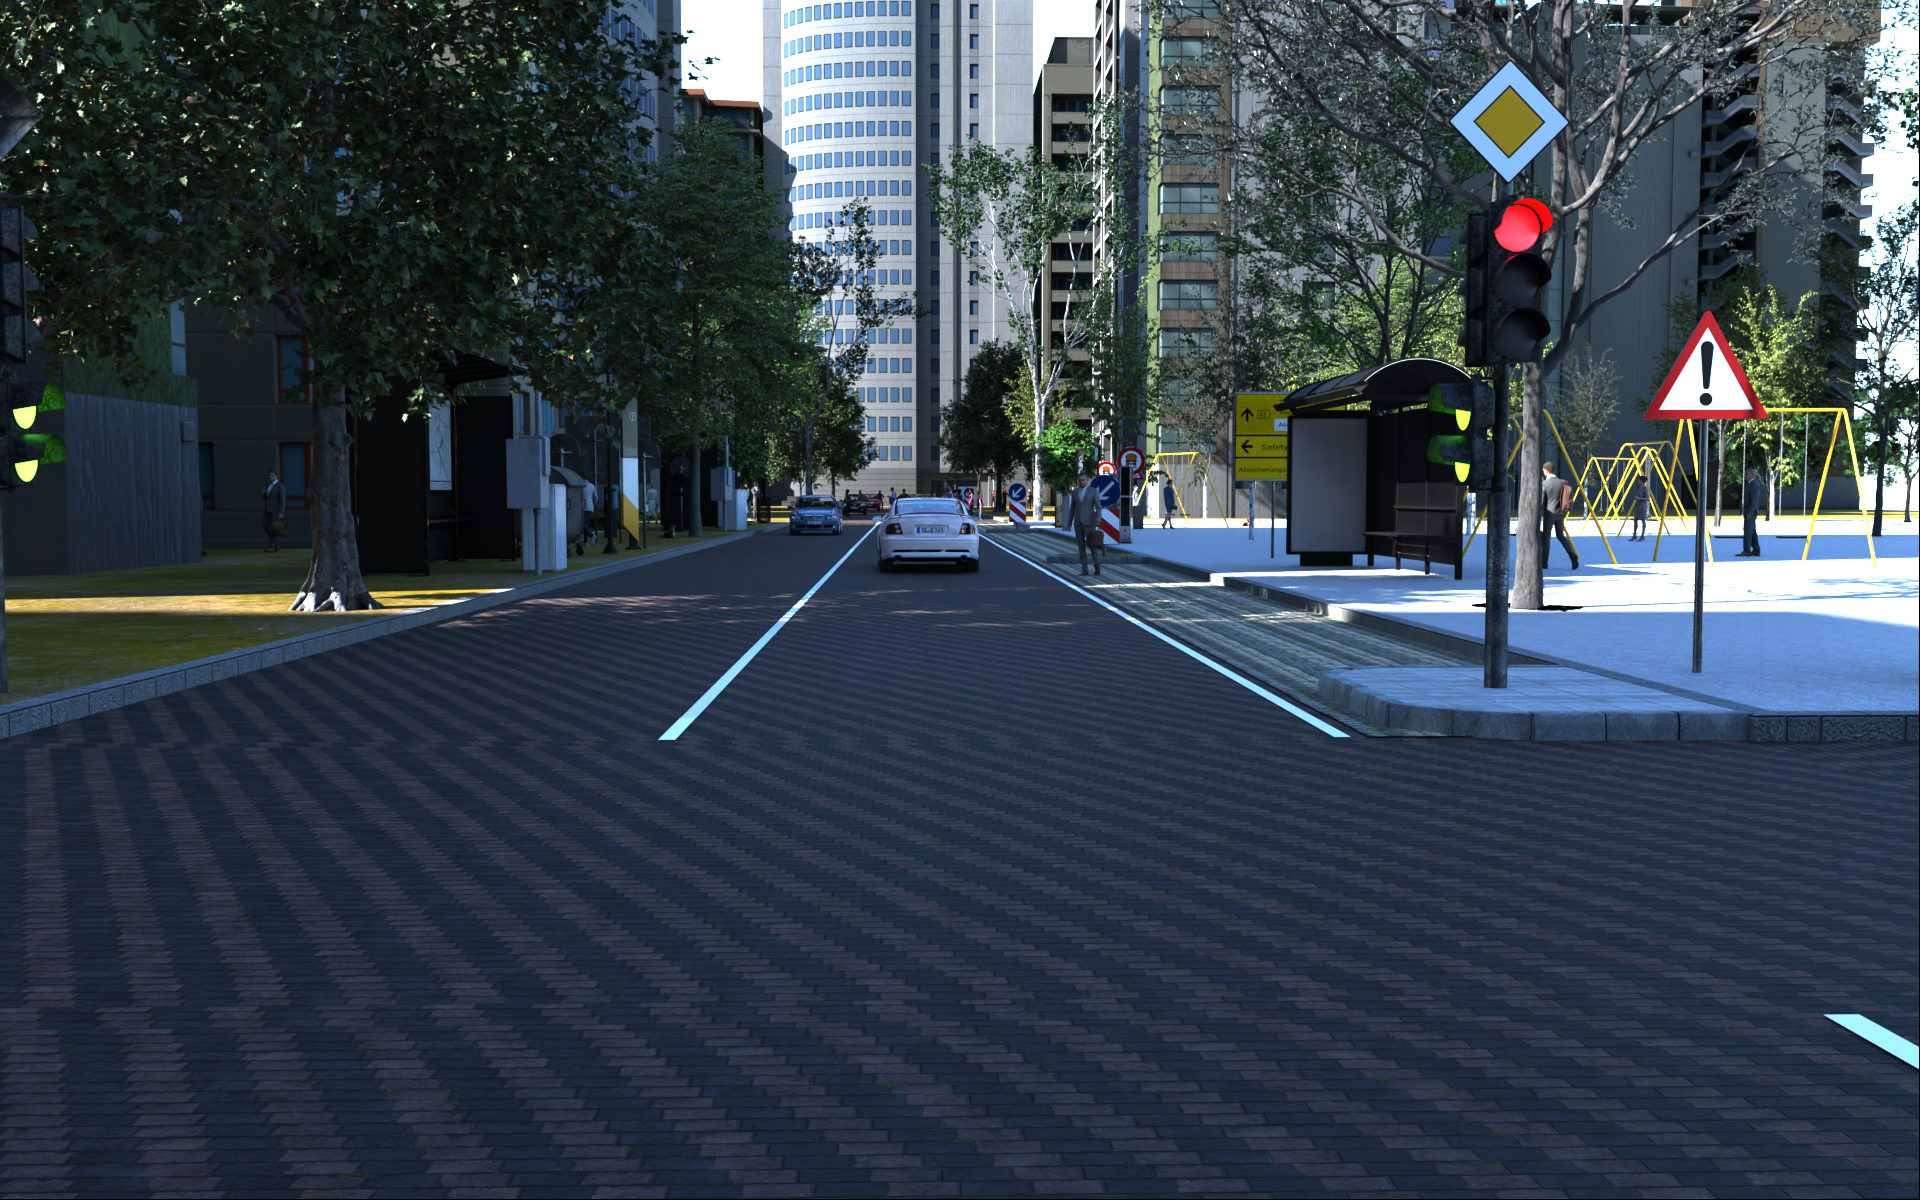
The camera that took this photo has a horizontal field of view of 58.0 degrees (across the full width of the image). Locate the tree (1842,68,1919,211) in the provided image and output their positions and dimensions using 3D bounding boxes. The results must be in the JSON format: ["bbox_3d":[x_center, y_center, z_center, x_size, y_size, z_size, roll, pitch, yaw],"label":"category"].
[{"bbox_3d":[25.966,-11.089,37.196,12.611,20.169,13.585,0,3,0],"label":"tree"}]

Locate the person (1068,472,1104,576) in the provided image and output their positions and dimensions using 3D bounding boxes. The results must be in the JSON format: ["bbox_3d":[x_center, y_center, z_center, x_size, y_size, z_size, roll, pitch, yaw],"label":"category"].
[{"bbox_3d":[2.188,-1.319,30.186,0.709,1.813,0.853,1,4,21],"label":"person"}]

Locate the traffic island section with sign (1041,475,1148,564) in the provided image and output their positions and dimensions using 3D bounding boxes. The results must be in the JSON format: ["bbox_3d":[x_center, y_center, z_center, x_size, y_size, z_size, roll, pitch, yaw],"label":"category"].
[{"bbox_3d":[2.827,-1.683,36.145,1.989,1.847,2.006,0,4,-2],"label":"traffic island section with sign"}]

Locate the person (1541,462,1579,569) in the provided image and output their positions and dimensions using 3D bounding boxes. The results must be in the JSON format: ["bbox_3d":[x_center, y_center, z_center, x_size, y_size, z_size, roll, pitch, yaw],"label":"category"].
[{"bbox_3d":[10.133,-1.441,29.568,0.622,1.834,0.822,-2,4,-24],"label":"person"}]

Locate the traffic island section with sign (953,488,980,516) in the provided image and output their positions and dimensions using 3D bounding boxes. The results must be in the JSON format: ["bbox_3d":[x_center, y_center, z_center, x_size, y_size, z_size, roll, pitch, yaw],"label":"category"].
[{"bbox_3d":[0.440,-6.396,113.207,1.989,1.847,2.006,0,4,-2],"label":"traffic island section with sign"}]

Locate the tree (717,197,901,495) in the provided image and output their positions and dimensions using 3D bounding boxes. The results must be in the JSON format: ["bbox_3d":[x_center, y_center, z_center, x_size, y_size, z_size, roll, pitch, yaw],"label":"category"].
[{"bbox_3d":[-8.587,-15.550,110.131,12.611,20.169,13.585,0,3,0],"label":"tree"}]

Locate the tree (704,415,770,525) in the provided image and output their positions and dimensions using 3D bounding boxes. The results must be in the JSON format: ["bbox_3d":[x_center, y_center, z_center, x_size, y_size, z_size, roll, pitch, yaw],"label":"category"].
[{"bbox_3d":[-9.418,-5.417,72.277,4.285,4.588,4.351,0,3,0],"label":"tree"}]

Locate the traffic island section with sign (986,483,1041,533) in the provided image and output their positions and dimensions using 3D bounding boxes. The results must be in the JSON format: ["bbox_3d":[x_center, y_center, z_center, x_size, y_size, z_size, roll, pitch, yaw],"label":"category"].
[{"bbox_3d":[1.964,-3.379,63.875,1.989,1.847,2.006,0,4,-2],"label":"traffic island section with sign"}]

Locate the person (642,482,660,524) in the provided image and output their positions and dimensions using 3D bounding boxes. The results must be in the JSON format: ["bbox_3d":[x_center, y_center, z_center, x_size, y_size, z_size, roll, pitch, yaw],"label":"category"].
[{"bbox_3d":[-13.233,-4.151,74.269,0.694,1.780,0.624,-2,4,-31],"label":"person"}]

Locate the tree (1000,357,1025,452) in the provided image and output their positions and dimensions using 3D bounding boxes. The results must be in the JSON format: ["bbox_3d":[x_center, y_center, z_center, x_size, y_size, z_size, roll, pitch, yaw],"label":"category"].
[{"bbox_3d":[4.292,-8.769,93.742,4.737,8.622,4.395,0,3,0],"label":"tree"}]

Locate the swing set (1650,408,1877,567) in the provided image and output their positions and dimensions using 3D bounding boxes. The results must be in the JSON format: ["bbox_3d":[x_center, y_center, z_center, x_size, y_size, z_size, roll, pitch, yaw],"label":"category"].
[{"bbox_3d":[14.798,-2.084,31.687,3.119,2.851,2.862,0,4,2],"label":"swing set"}]

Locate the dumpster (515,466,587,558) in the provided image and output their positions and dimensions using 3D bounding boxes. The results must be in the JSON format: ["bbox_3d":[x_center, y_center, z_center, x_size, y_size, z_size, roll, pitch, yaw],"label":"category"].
[{"bbox_3d":[-8.401,-1.808,35.323,1.264,1.857,1.865,0,4,-2],"label":"dumpster"}]

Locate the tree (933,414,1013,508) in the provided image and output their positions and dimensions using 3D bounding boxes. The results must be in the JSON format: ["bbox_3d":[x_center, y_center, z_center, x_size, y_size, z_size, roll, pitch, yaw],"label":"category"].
[{"bbox_3d":[1.998,-14.066,164.389,8.767,10.594,7.601,0,4,-3],"label":"tree"}]

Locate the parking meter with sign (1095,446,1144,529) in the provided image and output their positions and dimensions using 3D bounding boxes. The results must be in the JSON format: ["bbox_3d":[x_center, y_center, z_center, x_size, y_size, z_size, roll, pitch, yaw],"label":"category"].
[{"bbox_3d":[5.841,-4.107,63.405,1.738,3.016,0.543,-1,4,-9],"label":"parking meter with sign"}]

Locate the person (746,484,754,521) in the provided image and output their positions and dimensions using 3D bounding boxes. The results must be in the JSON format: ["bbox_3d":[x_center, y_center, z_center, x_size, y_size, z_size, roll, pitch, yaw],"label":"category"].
[{"bbox_3d":[-10.227,-4.733,83.417,0.713,1.824,0.794,1,4,11],"label":"person"}]

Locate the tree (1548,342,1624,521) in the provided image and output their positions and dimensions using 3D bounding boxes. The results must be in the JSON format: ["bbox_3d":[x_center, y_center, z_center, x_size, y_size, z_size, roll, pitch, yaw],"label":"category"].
[{"bbox_3d":[29.944,-8.129,83.272,4.360,8.622,3.978,0,3,0],"label":"tree"}]

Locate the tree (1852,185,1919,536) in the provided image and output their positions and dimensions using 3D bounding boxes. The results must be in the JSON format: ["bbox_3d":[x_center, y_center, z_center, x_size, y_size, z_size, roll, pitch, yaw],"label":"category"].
[{"bbox_3d":[28.080,-7.196,52.061,7.601,10.594,8.767,0,4,2],"label":"tree"}]

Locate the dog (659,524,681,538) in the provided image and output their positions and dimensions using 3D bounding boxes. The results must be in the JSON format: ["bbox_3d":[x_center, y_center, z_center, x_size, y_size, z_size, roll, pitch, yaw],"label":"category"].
[{"bbox_3d":[-8.421,-1.986,50.213,0.550,0.427,0.748,-2,4,-25],"label":"dog"}]

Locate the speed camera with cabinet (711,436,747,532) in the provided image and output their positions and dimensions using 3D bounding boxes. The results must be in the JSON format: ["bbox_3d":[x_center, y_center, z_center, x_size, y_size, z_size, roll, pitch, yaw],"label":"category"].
[{"bbox_3d":[-8.018,-4.017,60.021,0.660,3.252,2.038,1,4,14],"label":"speed camera with cabinet"}]

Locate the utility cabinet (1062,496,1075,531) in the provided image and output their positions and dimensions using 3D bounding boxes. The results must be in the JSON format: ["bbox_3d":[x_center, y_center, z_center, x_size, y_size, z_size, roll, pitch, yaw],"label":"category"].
[{"bbox_3d":[3.888,-3.010,60.378,0.306,1.237,1.020,2,4,28],"label":"utility cabinet"}]

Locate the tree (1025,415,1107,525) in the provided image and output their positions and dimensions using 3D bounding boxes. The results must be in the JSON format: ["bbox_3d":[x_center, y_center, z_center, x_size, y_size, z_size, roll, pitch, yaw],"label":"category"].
[{"bbox_3d":[4.401,-5.386,71.770,4.285,4.588,4.351,0,3,0],"label":"tree"}]

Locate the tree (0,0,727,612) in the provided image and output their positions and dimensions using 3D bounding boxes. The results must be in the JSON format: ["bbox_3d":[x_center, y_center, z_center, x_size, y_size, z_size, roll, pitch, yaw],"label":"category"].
[{"bbox_3d":[-7.042,-6.231,18.890,9.611,12.733,9.660,0,3,0],"label":"tree"}]

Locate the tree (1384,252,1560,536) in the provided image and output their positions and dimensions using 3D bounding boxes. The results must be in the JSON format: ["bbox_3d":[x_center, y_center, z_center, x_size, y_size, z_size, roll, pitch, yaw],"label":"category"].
[{"bbox_3d":[15.942,-6.290,53.198,4.737,8.622,4.395,0,3,0],"label":"tree"}]

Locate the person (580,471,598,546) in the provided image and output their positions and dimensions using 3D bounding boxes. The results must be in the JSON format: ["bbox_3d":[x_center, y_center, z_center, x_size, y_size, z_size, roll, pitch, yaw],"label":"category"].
[{"bbox_3d":[-9.217,-2.264,42.903,0.795,1.843,0.661,2,4,34],"label":"person"}]

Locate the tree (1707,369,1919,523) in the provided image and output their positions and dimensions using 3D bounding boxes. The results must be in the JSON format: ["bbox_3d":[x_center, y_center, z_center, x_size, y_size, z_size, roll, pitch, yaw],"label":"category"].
[{"bbox_3d":[45.377,-7.083,78.721,20.602,7.101,11.467,0,4,4],"label":"tree"}]

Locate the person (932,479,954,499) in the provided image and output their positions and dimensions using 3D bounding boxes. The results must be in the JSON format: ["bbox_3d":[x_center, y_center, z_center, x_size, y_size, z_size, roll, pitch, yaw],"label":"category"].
[{"bbox_3d":[-0.453,-1.763,37.921,0.593,1.750,0.643,-1,4,-18],"label":"person"}]

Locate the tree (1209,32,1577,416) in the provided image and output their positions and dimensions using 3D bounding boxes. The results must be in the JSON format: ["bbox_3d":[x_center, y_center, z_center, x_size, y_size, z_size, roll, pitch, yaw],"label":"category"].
[{"bbox_3d":[9.654,-6.943,39.277,9.928,11.665,9.643,0,3,0],"label":"tree"}]

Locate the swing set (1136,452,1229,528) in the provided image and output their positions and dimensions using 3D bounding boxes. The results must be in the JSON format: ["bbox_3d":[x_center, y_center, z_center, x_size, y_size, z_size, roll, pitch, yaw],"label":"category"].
[{"bbox_3d":[8.370,-4.189,66.113,2.862,2.851,3.119,-2,4,-23],"label":"swing set"}]

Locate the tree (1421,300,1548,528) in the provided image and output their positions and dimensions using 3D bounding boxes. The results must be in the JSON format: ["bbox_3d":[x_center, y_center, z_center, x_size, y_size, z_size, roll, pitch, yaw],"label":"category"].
[{"bbox_3d":[19.215,-6.996,64.739,4.360,8.622,3.978,0,3,0],"label":"tree"}]

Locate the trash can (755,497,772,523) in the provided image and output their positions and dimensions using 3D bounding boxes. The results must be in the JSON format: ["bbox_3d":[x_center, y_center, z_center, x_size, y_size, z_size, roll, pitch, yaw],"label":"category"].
[{"bbox_3d":[-8.614,-3.934,75.978,0.748,1.137,0.748,0,3,0],"label":"trash can"}]

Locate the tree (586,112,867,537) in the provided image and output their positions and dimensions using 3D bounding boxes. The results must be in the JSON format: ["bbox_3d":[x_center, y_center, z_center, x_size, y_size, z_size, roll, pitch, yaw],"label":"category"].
[{"bbox_3d":[-7.740,-8.173,51.762,7.486,12.596,7.792,0,3,0],"label":"tree"}]

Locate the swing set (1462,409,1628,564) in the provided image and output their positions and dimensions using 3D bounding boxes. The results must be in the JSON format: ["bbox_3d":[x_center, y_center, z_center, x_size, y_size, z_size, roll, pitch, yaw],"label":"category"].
[{"bbox_3d":[10.726,-2.161,32.952,2.862,2.851,3.119,0,4,6],"label":"swing set"}]

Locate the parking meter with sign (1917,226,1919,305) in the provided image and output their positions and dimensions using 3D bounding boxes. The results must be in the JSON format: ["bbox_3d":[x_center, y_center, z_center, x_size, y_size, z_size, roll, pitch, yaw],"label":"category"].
[{"bbox_3d":[6.893,-0.930,11.475,1.738,3.016,0.543,-3,5,-44],"label":"parking meter with sign"}]

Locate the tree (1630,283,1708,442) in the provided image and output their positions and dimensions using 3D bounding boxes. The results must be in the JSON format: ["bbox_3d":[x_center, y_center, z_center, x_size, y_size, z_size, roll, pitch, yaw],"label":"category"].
[{"bbox_3d":[29.999,-8.139,67.479,7.601,10.594,8.767,0,4,8],"label":"tree"}]

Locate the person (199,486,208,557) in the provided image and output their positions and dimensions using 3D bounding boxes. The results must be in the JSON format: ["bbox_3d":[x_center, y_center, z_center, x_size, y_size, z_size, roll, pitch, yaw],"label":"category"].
[{"bbox_3d":[-15.285,-1.719,34.270,0.853,1.813,0.709,0,4,0],"label":"person"}]

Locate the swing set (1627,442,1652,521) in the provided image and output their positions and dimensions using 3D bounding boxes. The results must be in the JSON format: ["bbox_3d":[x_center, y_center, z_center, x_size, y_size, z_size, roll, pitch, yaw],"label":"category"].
[{"bbox_3d":[20.682,-3.350,52.400,2.862,2.851,3.119,0,4,-2],"label":"swing set"}]

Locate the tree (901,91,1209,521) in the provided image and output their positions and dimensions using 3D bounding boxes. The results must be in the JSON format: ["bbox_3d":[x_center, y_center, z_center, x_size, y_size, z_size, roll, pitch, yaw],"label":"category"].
[{"bbox_3d":[4.906,-13.782,81.222,12.611,20.169,13.585,0,3,0],"label":"tree"}]

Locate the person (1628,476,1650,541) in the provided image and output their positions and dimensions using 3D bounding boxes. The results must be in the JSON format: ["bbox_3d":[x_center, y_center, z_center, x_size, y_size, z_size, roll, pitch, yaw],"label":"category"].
[{"bbox_3d":[18.441,-2.484,47.002,0.374,1.781,0.599,0,4,-5],"label":"person"}]

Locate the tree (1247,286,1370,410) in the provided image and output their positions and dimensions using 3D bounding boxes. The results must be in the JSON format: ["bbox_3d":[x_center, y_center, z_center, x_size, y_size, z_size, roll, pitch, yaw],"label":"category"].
[{"bbox_3d":[11.867,-6.758,60.854,4.737,8.622,4.395,0,3,0],"label":"tree"}]

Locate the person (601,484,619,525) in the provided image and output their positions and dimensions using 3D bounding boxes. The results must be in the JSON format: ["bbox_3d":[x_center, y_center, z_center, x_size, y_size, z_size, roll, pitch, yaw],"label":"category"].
[{"bbox_3d":[-10.491,-2.821,52.185,0.660,1.820,0.620,-2,4,-33],"label":"person"}]

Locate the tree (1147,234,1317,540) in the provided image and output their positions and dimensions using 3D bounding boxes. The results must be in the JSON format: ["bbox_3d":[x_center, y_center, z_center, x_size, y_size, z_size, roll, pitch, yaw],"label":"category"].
[{"bbox_3d":[8.082,-5.995,48.380,4.360,8.622,3.978,0,3,0],"label":"tree"}]

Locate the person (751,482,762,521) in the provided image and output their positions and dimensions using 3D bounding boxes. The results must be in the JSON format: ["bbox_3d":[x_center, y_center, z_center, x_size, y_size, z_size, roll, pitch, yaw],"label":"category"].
[{"bbox_3d":[-9.462,-4.609,81.203,0.447,1.846,0.655,2,4,34],"label":"person"}]

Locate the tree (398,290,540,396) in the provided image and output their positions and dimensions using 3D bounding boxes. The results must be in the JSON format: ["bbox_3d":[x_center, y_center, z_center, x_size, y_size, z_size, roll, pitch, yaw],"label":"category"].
[{"bbox_3d":[-12.064,-5.524,40.676,4.737,8.622,4.395,0,3,0],"label":"tree"}]

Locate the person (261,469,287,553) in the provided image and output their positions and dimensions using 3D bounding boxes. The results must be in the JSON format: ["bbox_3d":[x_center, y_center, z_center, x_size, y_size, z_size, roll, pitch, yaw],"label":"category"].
[{"bbox_3d":[-15.017,-1.952,37.930,0.622,1.834,0.822,1,4,12],"label":"person"}]

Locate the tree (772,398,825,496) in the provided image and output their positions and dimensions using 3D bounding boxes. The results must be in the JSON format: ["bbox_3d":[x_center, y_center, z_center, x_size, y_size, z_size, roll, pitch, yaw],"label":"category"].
[{"bbox_3d":[-11.102,-10.398,120.371,4.360,8.622,3.978,0,3,0],"label":"tree"}]

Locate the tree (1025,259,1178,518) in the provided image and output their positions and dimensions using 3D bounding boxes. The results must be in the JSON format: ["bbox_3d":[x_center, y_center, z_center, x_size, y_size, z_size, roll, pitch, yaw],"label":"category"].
[{"bbox_3d":[4.962,-6.336,53.960,4.737,8.622,4.395,0,3,0],"label":"tree"}]

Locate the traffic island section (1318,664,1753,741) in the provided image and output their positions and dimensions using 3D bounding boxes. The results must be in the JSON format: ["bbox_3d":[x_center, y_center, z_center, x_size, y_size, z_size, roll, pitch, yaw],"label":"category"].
[{"bbox_3d":[3.578,0.659,11.501,2.009,0.180,2.903,0,4,-2],"label":"traffic island section"}]

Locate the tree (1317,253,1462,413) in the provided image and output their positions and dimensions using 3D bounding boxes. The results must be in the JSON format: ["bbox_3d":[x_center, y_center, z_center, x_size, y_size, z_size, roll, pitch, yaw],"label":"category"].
[{"bbox_3d":[20.421,-10.002,81.667,7.486,12.596,7.792,0,3,0],"label":"tree"}]

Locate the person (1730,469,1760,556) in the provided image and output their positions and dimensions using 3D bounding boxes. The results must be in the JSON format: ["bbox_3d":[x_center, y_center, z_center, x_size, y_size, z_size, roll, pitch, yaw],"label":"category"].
[{"bbox_3d":[16.235,-1.807,35.770,0.590,1.801,0.661,1,4,17],"label":"person"}]

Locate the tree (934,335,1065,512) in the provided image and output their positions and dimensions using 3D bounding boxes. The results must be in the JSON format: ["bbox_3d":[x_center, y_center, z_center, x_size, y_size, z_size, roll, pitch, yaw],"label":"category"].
[{"bbox_3d":[2.897,-12.733,125.195,9.611,12.733,9.660,0,3,0],"label":"tree"}]

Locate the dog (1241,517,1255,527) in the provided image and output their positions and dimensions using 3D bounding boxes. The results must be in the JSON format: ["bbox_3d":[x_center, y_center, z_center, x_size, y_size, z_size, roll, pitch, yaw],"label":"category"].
[{"bbox_3d":[11.315,-3.071,67.951,0.550,0.427,0.748,1,4,14],"label":"dog"}]

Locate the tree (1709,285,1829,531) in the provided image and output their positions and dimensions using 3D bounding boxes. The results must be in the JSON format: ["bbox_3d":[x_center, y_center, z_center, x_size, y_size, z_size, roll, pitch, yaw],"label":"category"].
[{"bbox_3d":[28.097,-6.711,60.091,4.737,8.622,4.395,0,3,0],"label":"tree"}]

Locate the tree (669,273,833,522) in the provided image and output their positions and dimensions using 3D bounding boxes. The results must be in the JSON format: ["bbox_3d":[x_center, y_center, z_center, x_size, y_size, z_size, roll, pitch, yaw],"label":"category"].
[{"bbox_3d":[-9.923,-9.389,79.266,9.928,11.665,9.643,0,3,0],"label":"tree"}]

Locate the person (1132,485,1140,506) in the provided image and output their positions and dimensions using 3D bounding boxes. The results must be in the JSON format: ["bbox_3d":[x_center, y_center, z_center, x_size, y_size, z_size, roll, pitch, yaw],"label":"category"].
[{"bbox_3d":[8.527,-4.712,84.093,0.522,1.701,0.512,2,4,33],"label":"person"}]

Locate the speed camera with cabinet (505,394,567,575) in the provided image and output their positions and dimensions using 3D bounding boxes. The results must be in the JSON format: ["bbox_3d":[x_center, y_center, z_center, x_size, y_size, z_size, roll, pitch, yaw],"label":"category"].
[{"bbox_3d":[-6.914,-2.075,28.262,0.660,3.252,2.038,0,4,-2],"label":"speed camera with cabinet"}]

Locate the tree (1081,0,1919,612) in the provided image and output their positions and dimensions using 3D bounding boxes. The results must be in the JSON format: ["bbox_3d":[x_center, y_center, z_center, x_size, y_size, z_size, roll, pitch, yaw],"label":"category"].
[{"bbox_3d":[6.479,-6.649,19.082,12.009,13.543,11.850,0,3,0],"label":"tree"}]
